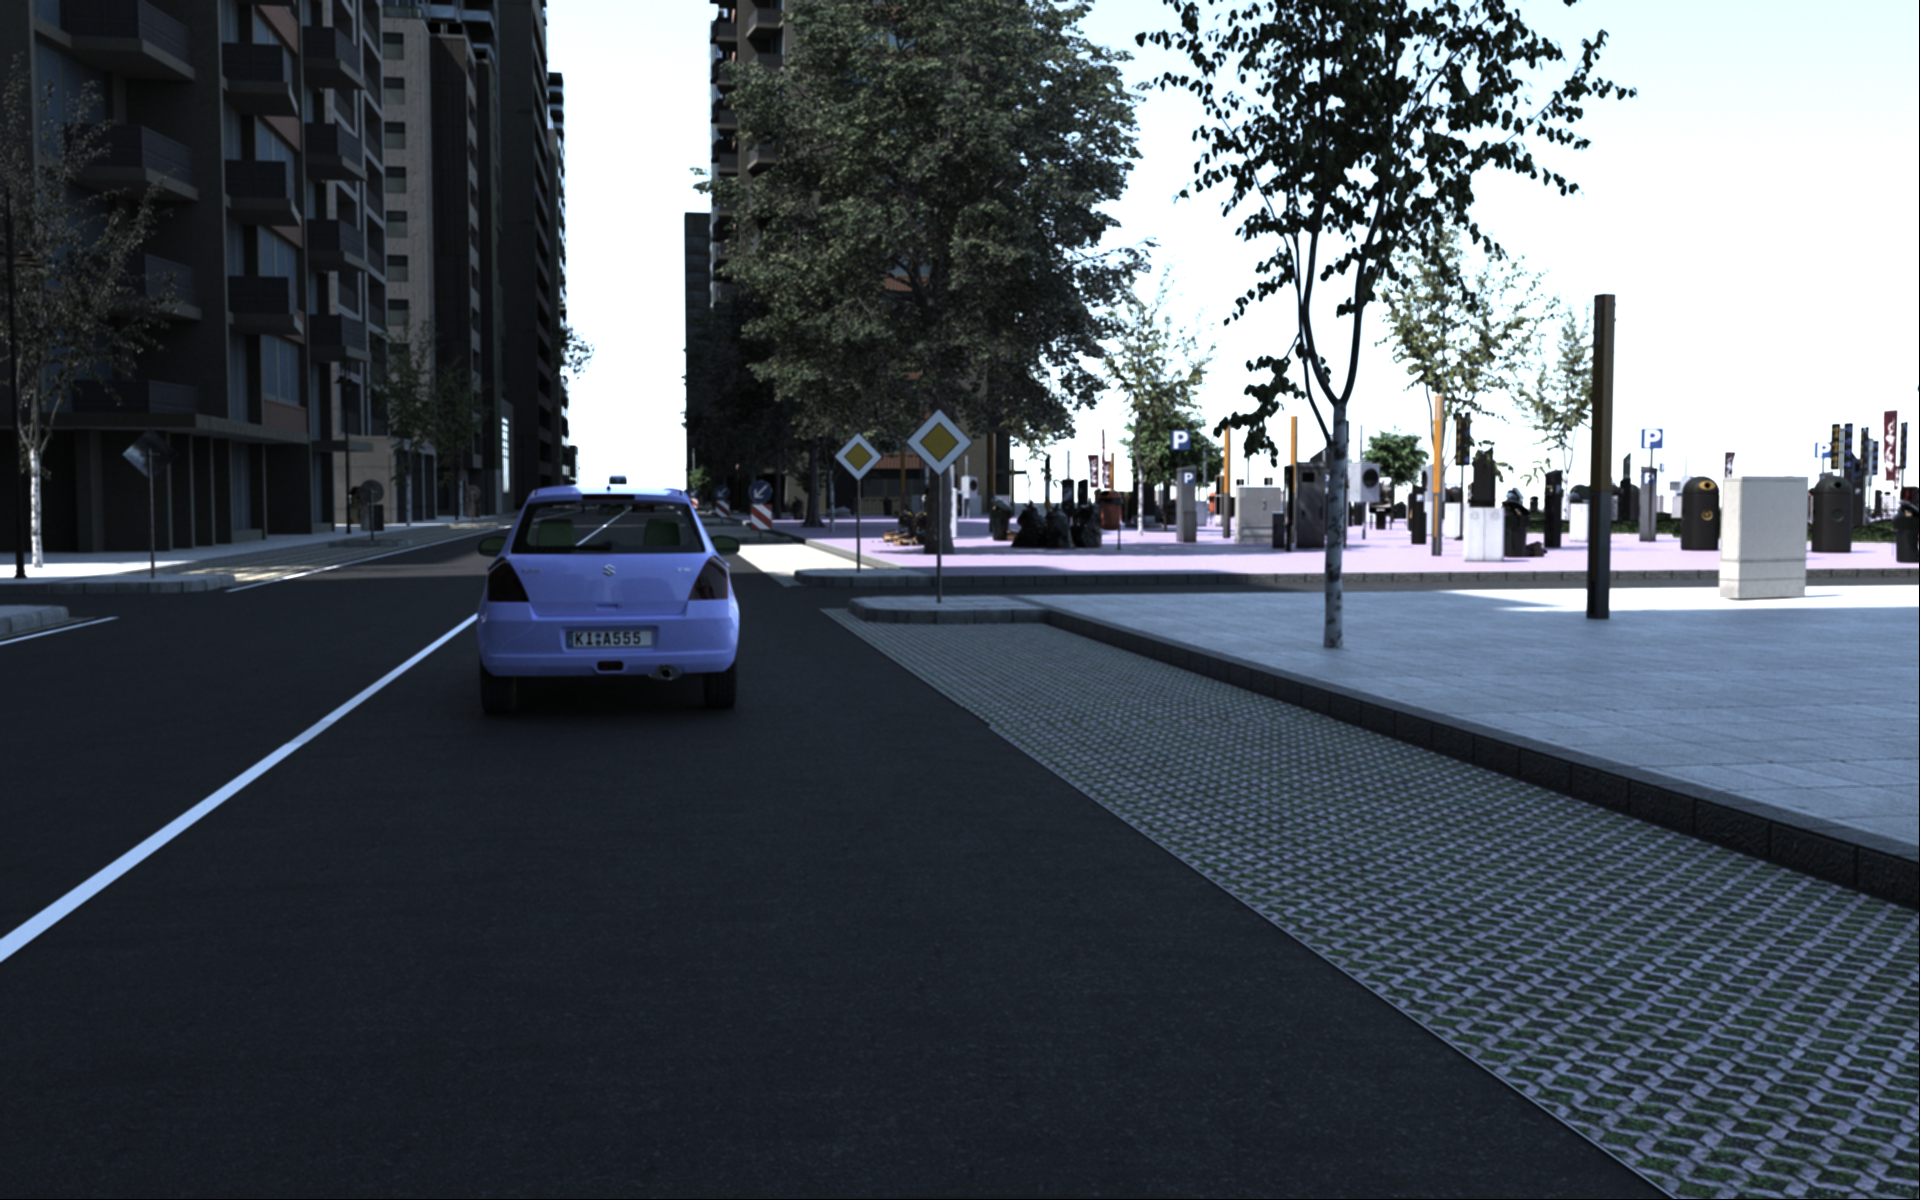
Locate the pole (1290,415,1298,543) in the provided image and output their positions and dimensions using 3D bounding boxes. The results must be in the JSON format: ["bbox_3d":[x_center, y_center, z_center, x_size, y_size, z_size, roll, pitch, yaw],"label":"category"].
[{"bbox_3d":[8.676,-3.132,45.044,0.158,3.312,0.155,0,3,0],"label":"pole"}]

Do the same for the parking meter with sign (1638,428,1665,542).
[{"bbox_3d":[18.611,-3.088,46.756,0.543,3.016,1.738,1,4,19],"label":"parking meter with sign"}]

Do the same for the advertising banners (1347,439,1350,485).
[{"bbox_3d":[12.018,-3.549,54.210,0.090,3.025,2.074,1,4,23],"label":"advertising banners"}]

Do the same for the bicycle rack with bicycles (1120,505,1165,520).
[{"bbox_3d":[9.384,-4.352,84.540,2.925,0.926,2.852,3,5,41],"label":"bicycle rack with bicycles"}]

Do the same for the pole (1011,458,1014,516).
[{"bbox_3d":[3.012,-6.437,99.087,0.158,3.312,0.155,0,3,0],"label":"pole"}]

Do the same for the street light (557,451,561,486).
[{"bbox_3d":[-42.393,-12.878,183.350,0.468,5.910,1.993,-1,4,-10],"label":"street light"}]

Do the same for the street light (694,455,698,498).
[{"bbox_3d":[-30.341,-13.873,199.604,0.468,5.910,1.993,-1,4,-10],"label":"street light"}]

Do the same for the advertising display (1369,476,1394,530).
[{"bbox_3d":[15.138,-3.489,62.253,0.123,1.923,0.974,-3,5,-41],"label":"advertising display"}]

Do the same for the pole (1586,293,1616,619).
[{"bbox_3d":[6.574,-1.462,17.755,0.158,3.312,0.155,0,3,0],"label":"pole"}]

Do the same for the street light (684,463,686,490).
[{"bbox_3d":[-41.089,-17.526,259.331,0.468,5.910,1.993,-1,4,-10],"label":"street light"}]

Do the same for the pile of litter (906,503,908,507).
[{"bbox_3d":[-3.169,-4.927,94.516,1.719,0.858,1.176,-1,4,-10],"label":"pile of litter"}]

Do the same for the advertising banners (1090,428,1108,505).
[{"bbox_3d":[3.772,-3.102,46.912,0.090,3.025,2.074,0,4,-2],"label":"advertising banners"}]

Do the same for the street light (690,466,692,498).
[{"bbox_3d":[-35.577,-15.676,229.093,0.468,5.910,1.993,-1,4,-10],"label":"street light"}]

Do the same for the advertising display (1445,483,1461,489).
[{"bbox_3d":[28.406,-5.775,99.634,0.974,1.923,0.123,1,4,23],"label":"advertising display"}]

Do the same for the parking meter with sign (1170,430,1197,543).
[{"bbox_3d":[6.034,-3.065,46.371,0.543,3.016,1.738,0,4,-3],"label":"parking meter with sign"}]

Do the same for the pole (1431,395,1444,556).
[{"bbox_3d":[9.884,-2.567,35.820,0.158,3.312,0.155,0,3,0],"label":"pole"}]

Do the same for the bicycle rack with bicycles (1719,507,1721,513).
[{"bbox_3d":[38.395,-4.522,87.310,2.925,0.926,2.852,2,4,32],"label":"bicycle rack with bicycles"}]

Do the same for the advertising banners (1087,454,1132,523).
[{"bbox_3d":[6.645,-4.912,76.494,2.074,3.025,0.090,0,4,1],"label":"advertising banners"}]

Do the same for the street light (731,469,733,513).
[{"bbox_3d":[-15.450,-8.830,117.164,0.468,5.910,1.993,-1,4,-10],"label":"street light"}]

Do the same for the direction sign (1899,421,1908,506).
[{"bbox_3d":[29.581,-3.814,54.357,0.379,3.537,0.876,1,4,17],"label":"direction sign"}]

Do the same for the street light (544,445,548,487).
[{"bbox_3d":[-38.389,-11.499,160.797,0.468,5.910,1.993,-1,4,-10],"label":"street light"}]

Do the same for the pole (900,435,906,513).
[{"bbox_3d":[-1.968,-4.029,59.711,0.158,3.312,0.155,0,3,0],"label":"pole"}]

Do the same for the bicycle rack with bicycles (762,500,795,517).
[{"bbox_3d":[-10.204,-5.227,98.851,2.852,0.926,2.925,0,4,-7],"label":"bicycle rack with bicycles"}]

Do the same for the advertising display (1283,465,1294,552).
[{"bbox_3d":[7.385,-2.064,38.957,0.123,1.923,0.974,0,4,5],"label":"advertising display"}]

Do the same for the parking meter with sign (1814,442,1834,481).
[{"bbox_3d":[28.515,-3.723,57.133,0.543,3.016,1.738,1,4,23],"label":"parking meter with sign"}]

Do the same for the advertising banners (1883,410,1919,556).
[{"bbox_3d":[19.394,-2.397,35.379,0.090,3.025,2.074,0,4,-1],"label":"advertising banners"}]

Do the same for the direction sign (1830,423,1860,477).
[{"bbox_3d":[28.176,-3.878,55.408,0.379,3.537,0.876,-1,4,-16],"label":"direction sign"}]

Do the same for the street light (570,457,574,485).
[{"bbox_3d":[-47.844,-14.712,213.330,0.468,5.910,1.993,-1,4,-10],"label":"street light"}]

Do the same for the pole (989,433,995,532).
[{"bbox_3d":[1.086,-3.923,57.982,0.158,3.312,0.155,0,3,0],"label":"pole"}]

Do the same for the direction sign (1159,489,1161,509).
[{"bbox_3d":[8.481,-4.981,73.443,0.876,3.537,0.379,0,4,-2],"label":"direction sign"}]

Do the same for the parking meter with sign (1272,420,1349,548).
[{"bbox_3d":[8.297,-2.739,41.051,1.738,3.016,0.543,0,4,7],"label":"parking meter with sign"}]

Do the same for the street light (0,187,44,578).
[{"bbox_3d":[-14.325,-3.269,26.231,0.468,5.910,1.993,-1,4,-10],"label":"street light"}]

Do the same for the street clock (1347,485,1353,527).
[{"bbox_3d":[15.348,-3.886,68.109,0.358,2.002,0.471,0,4,0],"label":"street clock"}]

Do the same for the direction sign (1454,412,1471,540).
[{"bbox_3d":[13.909,-3.423,47.959,0.379,3.537,0.876,-1,4,-9],"label":"direction sign"}]

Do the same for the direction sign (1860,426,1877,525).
[{"bbox_3d":[30.458,-4.061,58.396,0.379,3.537,0.876,1,4,13],"label":"direction sign"}]

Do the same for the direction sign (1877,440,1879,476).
[{"bbox_3d":[38.637,-4.988,73.550,0.379,3.537,0.876,-1,4,-14],"label":"direction sign"}]

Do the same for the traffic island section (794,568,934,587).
[{"bbox_3d":[-1.634,-0.366,28.269,2.009,0.180,2.903,-1,4,-10],"label":"traffic island section"}]

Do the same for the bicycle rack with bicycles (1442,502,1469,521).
[{"bbox_3d":[23.064,-4.154,81.303,2.925,0.926,2.852,-2,4,-32],"label":"bicycle rack with bicycles"}]

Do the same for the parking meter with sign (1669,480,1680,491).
[{"bbox_3d":[39.429,-6.058,95.301,1.738,3.016,0.543,3,5,45],"label":"parking meter with sign"}]

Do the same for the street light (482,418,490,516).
[{"bbox_3d":[-27.770,-7.872,101.496,0.468,5.910,1.993,-1,4,-10],"label":"street light"}]

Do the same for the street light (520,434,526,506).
[{"bbox_3d":[-33.105,-9.685,131.135,0.468,5.910,1.993,-1,4,-10],"label":"street light"}]

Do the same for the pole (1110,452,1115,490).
[{"bbox_3d":[7.417,-5.535,84.335,0.158,3.312,0.155,0,3,0],"label":"pole"}]

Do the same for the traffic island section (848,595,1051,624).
[{"bbox_3d":[-0.227,0.115,20.409,2.009,0.180,2.903,-1,4,-10],"label":"traffic island section"}]

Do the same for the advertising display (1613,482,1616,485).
[{"bbox_3d":[33.850,-5.233,90.775,0.974,1.923,0.123,3,5,40],"label":"advertising display"}]

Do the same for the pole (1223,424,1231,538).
[{"bbox_3d":[7.725,-3.440,50.082,0.158,3.312,0.155,0,3,0],"label":"pole"}]

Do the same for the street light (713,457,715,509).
[{"bbox_3d":[-20.986,-10.697,147.679,0.468,5.910,1.993,-1,4,-10],"label":"street light"}]

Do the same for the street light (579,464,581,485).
[{"bbox_3d":[-53.363,-16.555,243.459,0.468,5.910,1.993,-1,4,-10],"label":"street light"}]

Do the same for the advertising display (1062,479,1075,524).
[{"bbox_3d":[4.624,-4.216,74.138,0.123,1.923,0.974,-2,4,-24],"label":"advertising display"}]

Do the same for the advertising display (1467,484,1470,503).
[{"bbox_3d":[32.983,-6.462,110.865,0.974,1.923,0.123,2,4,24],"label":"advertising display"}]

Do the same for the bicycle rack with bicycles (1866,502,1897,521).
[{"bbox_3d":[40.053,-3.858,76.461,2.925,0.926,2.852,0,4,0],"label":"bicycle rack with bicycles"}]

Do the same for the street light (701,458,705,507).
[{"bbox_3d":[-26.258,-12.509,177.310,0.468,5.910,1.993,-1,4,-10],"label":"street light"}]

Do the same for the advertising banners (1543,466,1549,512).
[{"bbox_3d":[33.430,-6.274,98.770,0.090,3.025,2.074,1,4,14],"label":"advertising banners"}]

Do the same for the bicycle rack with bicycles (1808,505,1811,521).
[{"bbox_3d":[42.042,-4.692,90.089,2.925,0.926,2.852,-1,4,-21],"label":"bicycle rack with bicycles"}]

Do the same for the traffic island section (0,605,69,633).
[{"bbox_3d":[-10.900,0.231,18.510,2.009,0.180,2.903,-1,4,-10],"label":"traffic island section"}]

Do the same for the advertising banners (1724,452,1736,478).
[{"bbox_3d":[31.073,-4.603,71.440,2.074,3.025,0.090,-1,4,-14],"label":"advertising banners"}]

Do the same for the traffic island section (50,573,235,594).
[{"bbox_3d":[-12.307,-0.250,26.371,2.009,0.180,2.903,-1,4,-10],"label":"traffic island section"}]

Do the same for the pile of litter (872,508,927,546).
[{"bbox_3d":[-1.222,-1.808,43.528,1.719,0.858,1.176,-3,5,-43],"label":"pile of litter"}]
